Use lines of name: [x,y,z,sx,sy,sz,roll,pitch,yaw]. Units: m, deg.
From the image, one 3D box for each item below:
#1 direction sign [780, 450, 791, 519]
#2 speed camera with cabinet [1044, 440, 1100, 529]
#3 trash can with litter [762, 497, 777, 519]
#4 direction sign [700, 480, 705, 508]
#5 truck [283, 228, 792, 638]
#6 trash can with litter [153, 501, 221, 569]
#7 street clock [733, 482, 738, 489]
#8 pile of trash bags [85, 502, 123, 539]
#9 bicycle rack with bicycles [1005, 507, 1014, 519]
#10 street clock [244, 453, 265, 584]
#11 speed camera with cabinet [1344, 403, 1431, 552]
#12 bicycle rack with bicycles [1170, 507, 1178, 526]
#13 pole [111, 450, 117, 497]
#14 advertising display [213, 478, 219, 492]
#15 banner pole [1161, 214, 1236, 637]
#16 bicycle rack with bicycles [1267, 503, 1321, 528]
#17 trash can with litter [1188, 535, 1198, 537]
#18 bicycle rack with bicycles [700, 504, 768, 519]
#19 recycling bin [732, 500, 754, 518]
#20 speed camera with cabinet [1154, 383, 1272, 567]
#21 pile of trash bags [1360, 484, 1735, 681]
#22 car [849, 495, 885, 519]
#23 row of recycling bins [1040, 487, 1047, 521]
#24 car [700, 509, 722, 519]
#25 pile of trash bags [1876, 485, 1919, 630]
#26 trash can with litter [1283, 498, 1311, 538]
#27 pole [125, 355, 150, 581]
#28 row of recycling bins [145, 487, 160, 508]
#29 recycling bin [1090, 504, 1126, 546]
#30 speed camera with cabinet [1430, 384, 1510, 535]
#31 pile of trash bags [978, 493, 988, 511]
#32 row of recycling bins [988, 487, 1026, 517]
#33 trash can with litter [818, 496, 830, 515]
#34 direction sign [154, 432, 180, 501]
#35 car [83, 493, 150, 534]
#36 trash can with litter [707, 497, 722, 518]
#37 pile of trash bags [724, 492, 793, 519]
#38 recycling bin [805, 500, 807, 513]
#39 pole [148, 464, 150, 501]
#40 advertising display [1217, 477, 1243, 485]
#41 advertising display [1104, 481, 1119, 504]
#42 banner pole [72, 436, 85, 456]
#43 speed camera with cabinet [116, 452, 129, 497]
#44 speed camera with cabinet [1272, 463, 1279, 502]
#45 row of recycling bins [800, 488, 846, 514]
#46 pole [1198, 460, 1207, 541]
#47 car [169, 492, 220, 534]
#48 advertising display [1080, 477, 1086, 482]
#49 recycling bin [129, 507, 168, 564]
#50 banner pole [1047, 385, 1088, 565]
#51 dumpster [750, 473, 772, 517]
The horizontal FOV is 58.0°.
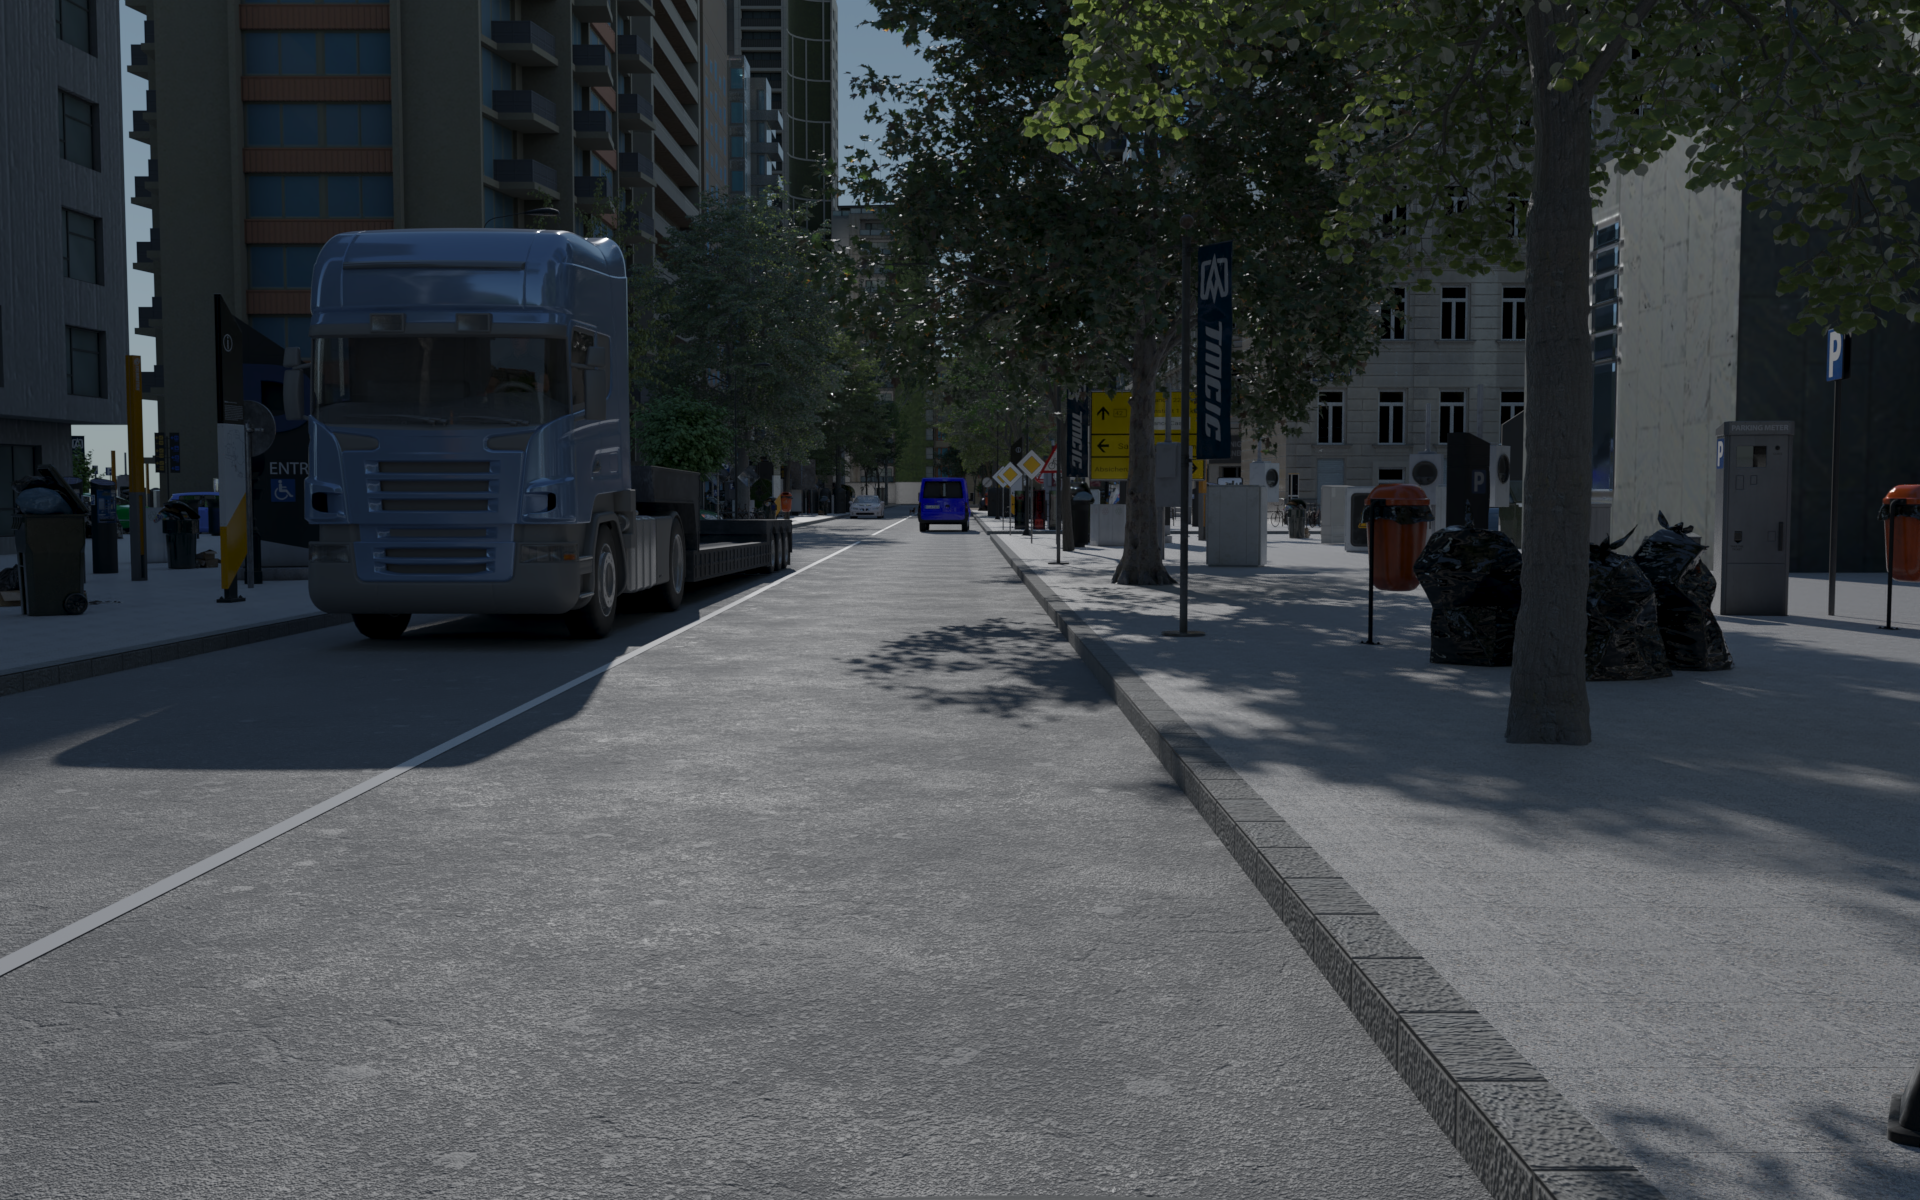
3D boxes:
direction sign: [-8.974,-5.943,89.164,0.876,3.537,0.379,3,5,44]
speed camera with cabinet: [4.119,-4.246,63.750,2.038,3.252,0.660,1,4,9]
trash can with litter: [-7.972,-3.645,70.981,0.624,1.170,1.055,-3,5,-43]
direction sign: [-16.219,-7.161,109.075,0.379,3.537,0.876,1,4,17]
truck: [-4.594,-2.103,24.137,2.967,4.110,18.799,0,4,1]
trash can with litter: [-13.317,-1.133,29.911,0.624,1.170,1.055,1,4,17]
street clock: [-11.461,-5.183,89.312,0.471,2.002,0.358,2,4,35]
pile of trash bags: [-25.693,-2.401,49.004,3.447,1.369,1.912,-3,5,-43]
bicycle rack with bicycles: [3.633,-4.731,90.733,2.852,0.926,2.925,-2,4,-34]
street clock: [-10.070,-1.227,24.627,0.471,2.002,0.358,3,5,44]
speed camera with cabinet: [9.524,-2.670,37.996,2.038,3.252,0.660,1,4,22]
bicycle rack with bicycles: [7.280,-3.461,69.973,2.925,0.926,2.852,-1,4,-14]
pole: [-39.496,-5.323,80.866,0.158,3.312,0.155,0,3,0]
advertising display: [-30.047,-3.973,70.178,0.123,1.923,0.974,-3,4,-37]
banner pole: [2.151,-1.554,15.418,0.401,3.779,0.863,-2,4,-32]
bicycle rack with bicycles: [13.189,-3.298,67.308,2.852,0.926,2.925,2,4,35]
trash can with litter: [7.790,-2.452,51.144,2.233,1.210,1.678,2,4,27]
bicycle rack with bicycles: [-8.529,-3.155,64.958,2.925,0.926,2.852,-1,4,-12]
recycling bin: [-9.036,-3.651,72.251,0.722,1.027,0.722,-2,4,-31]
speed camera with cabinet: [4.420,-2.233,30.847,2.038,3.252,0.660,1,4,22]
pile of trash bags: [4.330,-0.236,13.618,1.912,1.369,3.447,-2,4,-26]
car: [-5.462,-5.482,101.989,2.083,1.381,4.827,0,4,0]
row of recycling bins: [5.123,-5.326,94.196,1.069,1.692,3.534,1,4,23]
car: [-10.411,-2.840,58.236,4.920,1.459,2.131,0,4,0]
pile of trash bags: [9.411,-0.327,15.105,1.912,1.369,3.447,-1,4,-15]
trash can with litter: [9.775,-2.370,50.142,0.624,1.170,1.055,2,4,27]
pole: [-12.134,-1.937,25.516,0.158,3.312,0.155,0,3,0]
row of recycling bins: [-61.992,-7.671,132.534,3.534,1.692,1.069,0,4,5]
recycling bin: [3.657,-1.851,42.814,0.722,1.027,0.722,-1,4,-13]
speed camera with cabinet: [9.100,-2.221,30.651,0.660,3.252,2.038,3,4,38]
pile of trash bags: [2.221,-7.405,130.816,1.912,1.369,3.447,0,4,5]
row of recycling bins: [2.781,-5.682,100.009,1.069,1.692,3.534,2,4,33]
trash can with litter: [-8.241,-5.696,104.508,0.624,1.170,1.055,0,4,6]
direction sign: [-29.131,-4.386,63.713,0.876,3.537,0.379,0,4,-7]
car: [-29.257,-2.964,57.263,4.718,1.807,1.959,0,4,0]
trash can with litter: [-10.409,-3.873,74.715,1.055,1.170,0.624,2,4,33]
pile of trash bags: [-9.606,-4.416,81.960,3.447,1.369,1.912,0,4,4]
recycling bin: [-11.088,-6.687,121.881,0.722,1.027,0.722,-3,4,-37]
pole: [-47.787,-6.608,101.889,0.158,3.312,0.155,0,3,0]
advertising display: [10.219,-3.691,65.566,0.974,1.923,0.123,1,4,19]
advertising display: [4.196,-2.597,47.682,0.123,1.923,0.974,2,4,25]
banner pole: [-33.292,-4.591,65.081,0.863,3.779,0.401,-1,4,-22]
speed camera with cabinet: [-40.188,-5.406,82.724,0.660,3.252,2.038,-3,4,-38]
speed camera with cabinet: [8.047,-3.294,48.186,2.038,3.252,0.660,-3,5,-42]
row of recycling bins: [-9.209,-6.521,113.725,3.534,1.692,1.069,1,4,8]
pole: [6.676,-3.290,47.638,0.158,3.312,0.155,0,3,0]
car: [-23.963,-2.853,56.235,3.694,1.707,1.945,0,4,0]
advertising display: [4.773,-3.807,67.461,0.123,1.923,0.974,0,4,-2]
recycling bin: [-15.033,-1.213,32.391,0.722,1.027,0.722,3,5,45]
banner pole: [2.005,-2.546,31.643,0.863,3.779,0.401,-2,4,-27]
dumpster: [-9.066,-4.698,79.305,1.502,2.255,1.985,0,4,0]
